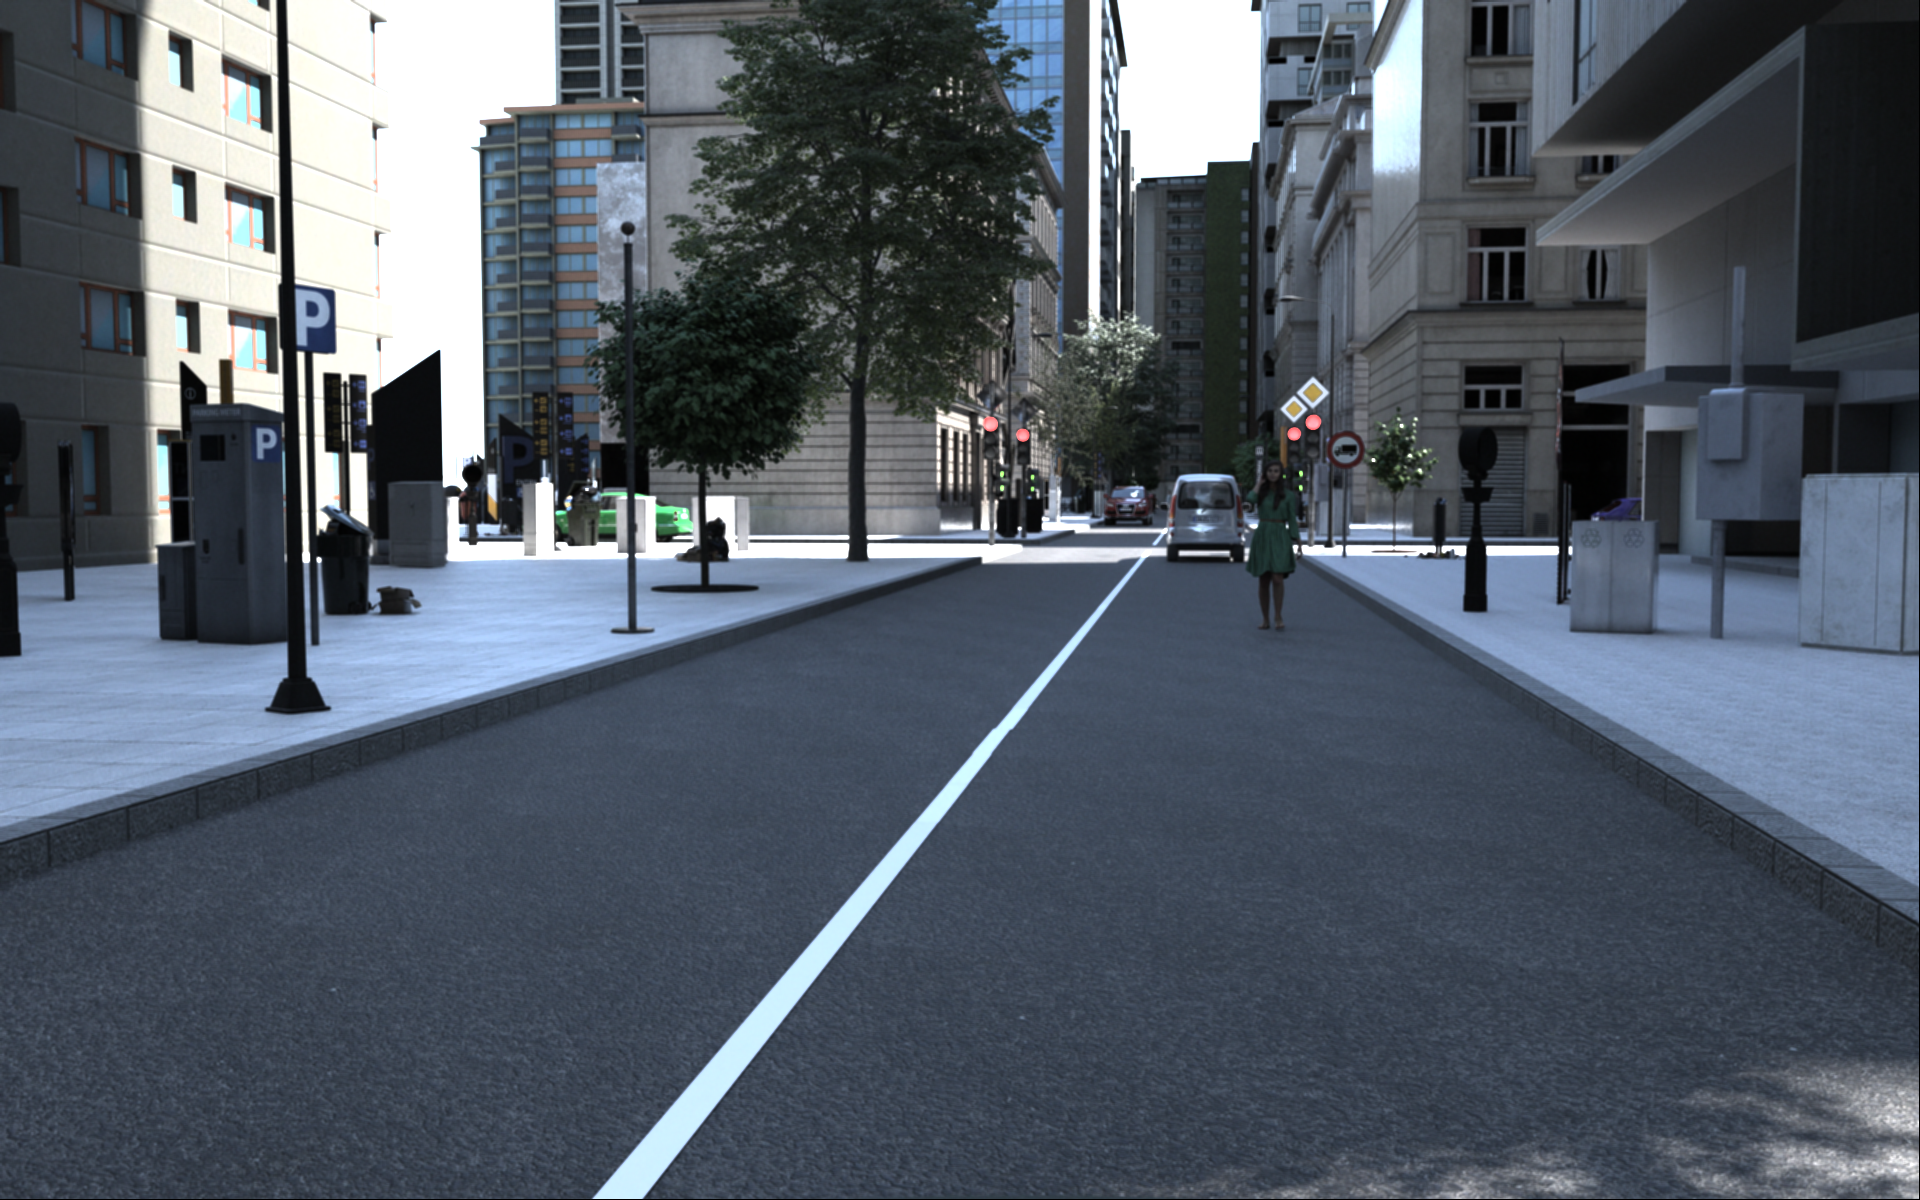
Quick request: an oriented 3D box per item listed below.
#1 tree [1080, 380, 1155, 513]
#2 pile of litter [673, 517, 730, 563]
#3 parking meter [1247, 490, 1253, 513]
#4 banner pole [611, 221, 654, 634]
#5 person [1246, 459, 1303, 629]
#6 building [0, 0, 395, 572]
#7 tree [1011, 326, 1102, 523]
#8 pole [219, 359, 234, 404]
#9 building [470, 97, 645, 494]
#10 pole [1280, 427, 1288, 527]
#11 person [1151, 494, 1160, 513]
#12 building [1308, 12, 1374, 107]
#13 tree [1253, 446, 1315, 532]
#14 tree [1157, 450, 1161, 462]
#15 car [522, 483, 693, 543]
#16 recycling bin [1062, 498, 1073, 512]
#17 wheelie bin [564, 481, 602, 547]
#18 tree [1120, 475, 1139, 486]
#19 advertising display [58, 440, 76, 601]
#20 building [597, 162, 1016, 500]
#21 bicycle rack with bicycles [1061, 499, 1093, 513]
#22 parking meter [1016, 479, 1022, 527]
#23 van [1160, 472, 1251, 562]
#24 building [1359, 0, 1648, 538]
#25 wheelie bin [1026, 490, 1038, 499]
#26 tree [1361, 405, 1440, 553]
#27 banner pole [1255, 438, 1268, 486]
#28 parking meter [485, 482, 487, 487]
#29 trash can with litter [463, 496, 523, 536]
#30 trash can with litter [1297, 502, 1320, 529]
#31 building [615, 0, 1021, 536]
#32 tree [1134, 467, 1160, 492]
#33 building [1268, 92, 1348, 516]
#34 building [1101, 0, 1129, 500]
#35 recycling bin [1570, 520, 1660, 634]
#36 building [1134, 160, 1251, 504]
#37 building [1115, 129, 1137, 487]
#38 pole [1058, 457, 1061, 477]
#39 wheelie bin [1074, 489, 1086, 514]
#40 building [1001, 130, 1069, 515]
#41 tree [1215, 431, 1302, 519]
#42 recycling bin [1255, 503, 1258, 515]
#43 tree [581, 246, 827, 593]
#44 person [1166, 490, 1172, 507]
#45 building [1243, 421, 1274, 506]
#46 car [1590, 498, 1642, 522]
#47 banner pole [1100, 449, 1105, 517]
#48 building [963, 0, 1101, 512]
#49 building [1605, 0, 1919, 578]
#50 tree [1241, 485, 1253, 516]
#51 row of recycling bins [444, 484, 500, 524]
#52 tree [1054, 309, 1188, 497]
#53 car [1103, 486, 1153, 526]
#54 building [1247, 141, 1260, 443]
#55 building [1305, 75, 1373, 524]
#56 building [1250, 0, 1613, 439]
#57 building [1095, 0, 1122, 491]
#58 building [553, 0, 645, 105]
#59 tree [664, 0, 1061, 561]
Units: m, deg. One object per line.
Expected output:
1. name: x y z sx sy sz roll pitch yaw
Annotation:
1. tree: 9.442 -9.839 111.237 4.737 8.622 4.395 0 3 0
2. pile of litter: -4.940 -1.176 33.194 1.176 0.858 1.719 1 4 10
3. parking meter: 19.448 -6.740 115.909 0.399 1.863 0.255 1 4 9
4. banner pole: -3.087 -1.603 16.227 0.401 3.779 0.863 -1 4 -10
5. person: 3.311 -0.584 18.297 0.600 1.795 0.529 0 4 5
6. building: -29.827 -11.295 29.719 28.899 21.520 27.650 0 4 8
7. tree: 4.255 -7.631 75.132 4.360 8.622 3.978 0 3 0
8. pole: -11.128 -1.989 26.356 0.158 3.312 0.155 0 3 0
9. building: -37.977 -33.007 194.291 28.867 44.769 22.147 0 4 8
10. pole: 9.781 -3.579 52.367 0.158 3.312 0.155 0 3 0
11. person: 14.614 -7.235 130.045 0.557 1.426 1.065 -2 4 -34
12. building: 40.152 -27.084 134.706 32.217 40.220 23.993 0 4 8
13. tree: 11.299 -3.967 59.455 1.663 3.219 1.824 0 3 0
14. tree: 19.117 -14.088 180.707 4.737 8.622 4.395 0 3 0
15. car: -9.886 -2.427 48.480 4.718 1.807 1.959 0 4 7
16. recycling bin: 7.747 -6.874 124.945 0.722 1.027 0.722 1 4 13
17. wheelie bin: -9.163 -2.102 42.275 0.693 1.594 0.980 2 4 35
18. tree: 17.151 -10.842 171.874 1.663 3.219 1.824 0 3 0
19. advertising display: -10.880 -0.973 21.120 0.123 1.923 0.974 -2 4 -25
20. building: -5.954 -13.045 80.730 16.820 18.784 16.811 0 4 8
21. bicycle rack with bicycles: 7.706 -6.424 118.415 2.925 0.926 2.852 -1 4 -11
22. parking meter: 2.346 -3.724 66.594 0.255 1.863 0.399 3 5 42
23. van: 5.392 -1.900 38.083 2.013 2.044 4.112 0 4 8
24. building: 28.544 -13.624 56.034 30.059 22.955 16.112 0 4 8
25. wheelie bin: 3.047 -4.131 75.451 0.693 1.594 0.980 -1 4 -15
26. tree: 9.638 -2.643 37.821 1.663 3.219 1.824 0 3 0
27. banner pole: 13.389 -5.302 76.711 0.863 3.779 0.401 -2 4 -25
28. parking meter: -23.861 -4.962 86.841 0.255 1.863 0.399 -1 4 -16
29. trash can with litter: -14.277 -2.583 53.282 2.233 1.210 1.678 -2 4 -35
30. trash can with litter: 12.931 -3.241 64.373 1.055 1.170 0.624 -3 4 -36
31. building: -4.047 -12.089 62.281 10.561 19.102 19.286 0 4 8
32. tree: 20.724 -12.748 192.141 4.285 4.588 4.351 0 3 0
33. building: 26.210 -19.110 109.708 12.463 27.353 25.104 0 4 8
34. building: 3.598 -36.491 185.868 27.495 52.752 28.713 0 4 8
35. recycling bin: 6.152 -0.227 16.265 0.722 1.027 0.722 2 4 26
36. building: 28.769 -32.533 215.501 14.086 41.232 14.154 0 4 8
37. building: 11.536 -36.530 220.966 21.600 48.544 21.300 0 4 8
38. pole: 5.496 -6.236 95.795 0.158 3.312 0.155 0 3 0
39. wheelie bin: 7.891 -6.472 113.733 0.693 1.594 0.980 -1 4 -18
40. building: 0.250 -16.820 103.891 11.050 23.489 19.941 0 4 8
41. tree: 16.248 -6.742 93.940 4.285 4.588 4.351 0 3 0
42. recycling bin: 18.411 -5.672 105.298 0.722 1.027 0.722 3 5 43
43. tree: -3.368 -2.414 23.188 4.285 4.588 4.351 0 3 0
44. person: 14.049 -6.533 116.311 0.522 1.701 0.512 -3 5 -45
45. building: 40.612 -45.603 183.858 20.563 71.187 20.611 0 4 8
46. car: 18.117 -1.926 44.070 3.894 1.354 1.945 1 4 9
47. banner pole: 7.916 -6.504 96.353 0.401 3.779 0.863 1 4 21
48. building: 3.418 -29.507 132.557 14.600 45.320 14.200 0 4 8
49. building: 24.035 -26.482 22.212 28.713 52.752 27.495 0 4 8
50. tree: 17.181 -6.548 101.666 1.663 3.219 1.824 0 3 0
51. row of recycling bins: -20.599 -4.128 74.599 3.534 1.692 1.069 -3 4 -38
52. tree: 10.620 -13.034 119.763 9.857 13.997 8.962 0 3 0
53. car: 7.818 -4.363 80.012 2.281 1.827 5.304 1 4 9
54. building: 42.840 -34.482 213.896 14.200 45.320 14.600 0 4 8
55. building: 24.399 -14.883 85.139 13.314 21.916 24.055 0 4 8
56. building: 41.548 -34.913 160.066 28.713 52.752 27.495 0 4 8
57. building: 2.336 -32.759 155.221 23.786 49.044 30.456 0 4 8
58. building: -40.208 -48.276 227.571 20.611 71.187 20.563 0 4 8
59. tree: -1.570 -7.007 32.694 7.486 12.596 7.792 0 3 0
